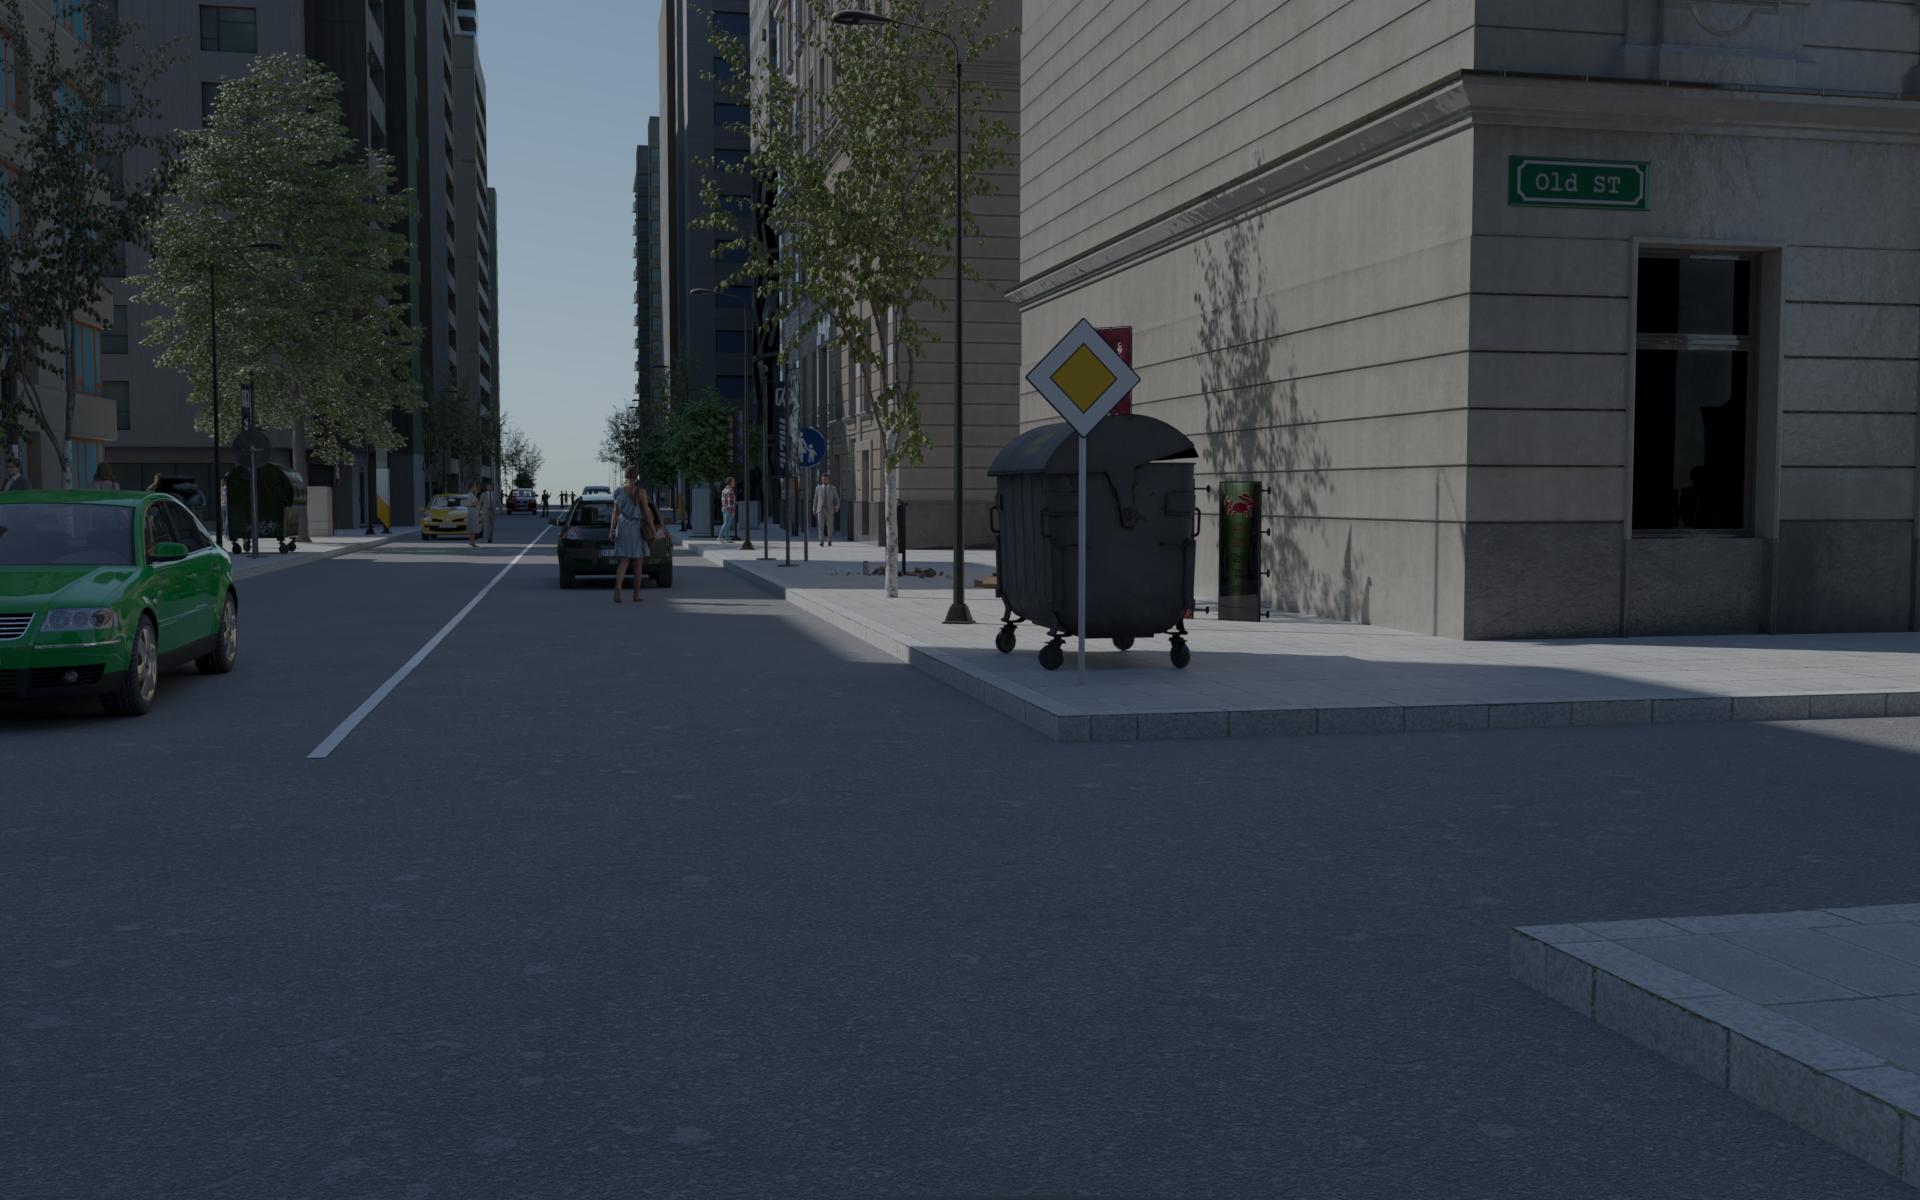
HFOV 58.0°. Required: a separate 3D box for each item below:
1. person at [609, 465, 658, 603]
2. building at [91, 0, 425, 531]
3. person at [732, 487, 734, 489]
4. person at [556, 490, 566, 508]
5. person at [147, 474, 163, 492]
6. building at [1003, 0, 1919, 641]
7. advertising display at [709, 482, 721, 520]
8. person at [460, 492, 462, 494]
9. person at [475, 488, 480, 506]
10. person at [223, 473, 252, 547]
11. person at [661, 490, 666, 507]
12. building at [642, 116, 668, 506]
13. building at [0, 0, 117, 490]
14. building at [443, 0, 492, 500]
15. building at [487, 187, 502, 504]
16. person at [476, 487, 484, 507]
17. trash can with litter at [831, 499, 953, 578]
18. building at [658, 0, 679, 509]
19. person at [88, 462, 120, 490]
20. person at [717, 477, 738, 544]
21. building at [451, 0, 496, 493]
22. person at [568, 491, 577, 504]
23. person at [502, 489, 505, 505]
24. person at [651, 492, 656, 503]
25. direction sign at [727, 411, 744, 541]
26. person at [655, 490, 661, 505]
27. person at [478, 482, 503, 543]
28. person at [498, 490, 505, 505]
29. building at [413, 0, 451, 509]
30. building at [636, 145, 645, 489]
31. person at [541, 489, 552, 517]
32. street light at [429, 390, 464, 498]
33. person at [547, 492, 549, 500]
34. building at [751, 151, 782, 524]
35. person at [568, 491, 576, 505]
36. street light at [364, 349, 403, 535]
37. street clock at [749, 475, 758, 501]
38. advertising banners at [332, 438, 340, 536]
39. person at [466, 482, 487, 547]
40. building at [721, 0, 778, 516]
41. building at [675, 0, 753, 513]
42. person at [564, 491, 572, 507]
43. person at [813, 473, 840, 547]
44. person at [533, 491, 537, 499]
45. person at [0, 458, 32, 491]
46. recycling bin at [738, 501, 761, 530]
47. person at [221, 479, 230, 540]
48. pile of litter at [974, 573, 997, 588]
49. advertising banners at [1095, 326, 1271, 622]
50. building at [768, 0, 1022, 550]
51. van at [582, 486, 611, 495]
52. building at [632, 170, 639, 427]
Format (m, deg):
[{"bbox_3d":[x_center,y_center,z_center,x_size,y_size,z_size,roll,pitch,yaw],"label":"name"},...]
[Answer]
[{"bbox_3d":[-4.310,-0.870,22.819,0.616,1.811,0.778,1,4,9],"label":"person"},{"bbox_3d":[-28.014,-17.887,64.152,14.160,30.474,14.107,-1,4,-12],"label":"building"},{"bbox_3d":[-10.682,-4.612,81.793,0.374,1.781,0.599,1,4,11],"label":"person"},{"bbox_3d":[-40.382,-10.211,175.593,0.705,1.807,1.348,2,4,32],"label":"person"},{"bbox_3d":[-20.116,-2.283,43.618,0.600,1.795,0.529,3,5,43],"label":"person"},{"bbox_3d":[23.669,-15.293,26.461,44.131,29.872,17.030,-1,4,-12],"label":"building"},{"bbox_3d":[-12.130,-4.922,85.696,0.123,1.923,0.974,2,4,26],"label":"advertising display"},{"bbox_3d":[-37.179,-7.313,128.832,0.599,1.433,0.991,1,4,15],"label":"person"},{"bbox_3d":[-42.807,-9.024,153.718,1.348,1.807,0.705,2,4,28],"label":"person"},{"bbox_3d":[-17.268,-2.145,41.383,0.793,1.790,0.793,1,4,19],"label":"person"},{"bbox_3d":[-29.625,-10.159,172.930,0.721,1.735,1.217,1,4,12],"label":"person"},{"bbox_3d":[-27.306,-31.086,191.850,14.154,41.232,14.086,-1,4,-12],"label":"building"},{"bbox_3d":[-29.608,-10.815,21.858,27.650,21.520,28.899,-1,4,-12],"label":"building"},{"bbox_3d":[-59.016,-33.685,174.443,21.300,48.544,21.600,-1,4,-12],"label":"building"},{"bbox_3d":[-66.895,-32.994,223.045,14.154,41.232,14.086,-1,4,-12],"label":"building"},{"bbox_3d":[-39.081,-8.286,141.481,1.348,1.831,0.705,2,4,30],"label":"person"},{"bbox_3d":[-0.896,-0.983,27.129,1.678,1.210,2.233,-2,4,-34],"label":"trash can with litter"},{"bbox_3d":[-18.731,-30.621,150.761,14.600,45.320,14.200,-1,4,-12],"label":"building"},{"bbox_3d":[-12.562,-1.157,25.548,0.593,1.750,0.643,-1,4,-9],"label":"person"},{"bbox_3d":[-6.057,-2.334,45.045,0.643,1.720,0.563,-2,4,-24],"label":"person"},{"bbox_3d":[-65.288,-54.197,198.787,22.319,86.520,31.000,-1,4,-12],"label":"building"},{"bbox_3d":[-50.794,-13.381,227.237,1.348,1.831,0.705,-1,4,-9],"label":"person"},{"bbox_3d":[-55.233,-12.452,209.495,0.599,1.838,0.709,-2,4,-24],"label":"person"},{"bbox_3d":[-31.918,-10.600,180.015,0.621,1.740,0.551,0,3,0],"label":"person"},{"bbox_3d":[-6.155,-3.394,47.482,0.379,3.537,0.876,-3,4,-37],"label":"direction sign"},{"bbox_3d":[-31.656,-10.668,181.009,0.990,1.755,0.434,1,4,23],"label":"person"},{"bbox_3d":[-13.855,-2.586,51.059,0.678,1.792,0.850,-2,4,-28],"label":"person"},{"bbox_3d":[-52.178,-11.631,196.934,1.217,1.743,0.721,2,4,26],"label":"person"},{"bbox_3d":[-42.333,-28.535,116.666,14.600,45.320,14.200,-1,4,-12],"label":"building"},{"bbox_3d":[-31.396,-32.008,206.921,14.154,41.232,14.086,-1,4,-12],"label":"building"},{"bbox_3d":[-25.451,-5.943,106.478,0.445,1.727,0.742,2,4,23],"label":"person"},{"bbox_3d":[-23.069,-6.407,77.303,1.470,5.913,1.316,-1,4,-12],"label":"street light"},{"bbox_3d":[-51.503,-12.637,216.055,0.756,1.711,0.436,-2,4,-28],"label":"person"},{"bbox_3d":[-1.074,-12.925,78.773,16.820,18.784,16.811,-1,4,-12],"label":"building"},{"bbox_3d":[-50.214,-13.193,224.208,1.348,1.823,0.705,2,4,31],"label":"person"},{"bbox_3d":[-18.073,-5.016,54.560,1.470,5.913,1.316,-1,4,-12],"label":"street light"},{"bbox_3d":[-7.679,-3.645,64.172,0.358,2.002,0.471,1,4,16],"label":"street clock"},{"bbox_3d":[-19.377,-3.490,53.254,0.090,3.025,2.074,0,4,-1],"label":"advertising banners"},{"bbox_3d":[-13.092,-2.312,46.864,0.524,1.755,0.480,-2,4,-27],"label":"person"},{"bbox_3d":[0.090,-25.336,106.118,32.217,40.220,23.993,-1,4,-12],"label":"building"},{"bbox_3d":[-10.774,-35.989,130.424,21.231,58.520,28.212,-1,4,-12],"label":"building"},{"bbox_3d":[-43.522,-11.182,191.319,1.348,1.824,0.705,1,4,9],"label":"person"},{"bbox_3d":[-3.269,-2.204,42.353,0.678,1.792,0.850,0,4,1],"label":"person"},{"bbox_3d":[-42.756,-10.050,173.538,1.217,1.743,0.721,3,5,45],"label":"person"},{"bbox_3d":[-14.206,-1.227,26.061,0.622,1.834,0.822,1,4,9],"label":"person"},{"bbox_3d":[-7.647,-3.083,62.963,0.722,1.027,0.722,0,4,2],"label":"recycling bin"},{"bbox_3d":[-20.294,-2.526,47.931,0.593,1.750,0.643,1,4,14],"label":"person"},{"bbox_3d":[0.851,-0.589,23.591,1.176,0.858,1.719,-1,4,-18],"label":"pile of litter"},{"bbox_3d":[2.213,-1.320,17.775,2.074,3.025,0.090,2,4,34],"label":"advertising banners"},{"bbox_3d":[1.485,-15.577,51.945,12.463,27.353,25.104,-1,4,-12],"label":"building"},{"bbox_3d":[-18.432,-4.940,87.788,2.013,2.044,4.112,-1,4,-13],"label":"van"},{"bbox_3d":[-31.772,-35.124,228.900,22.147,44.769,28.867,-1,4,-12],"label":"building"}]
